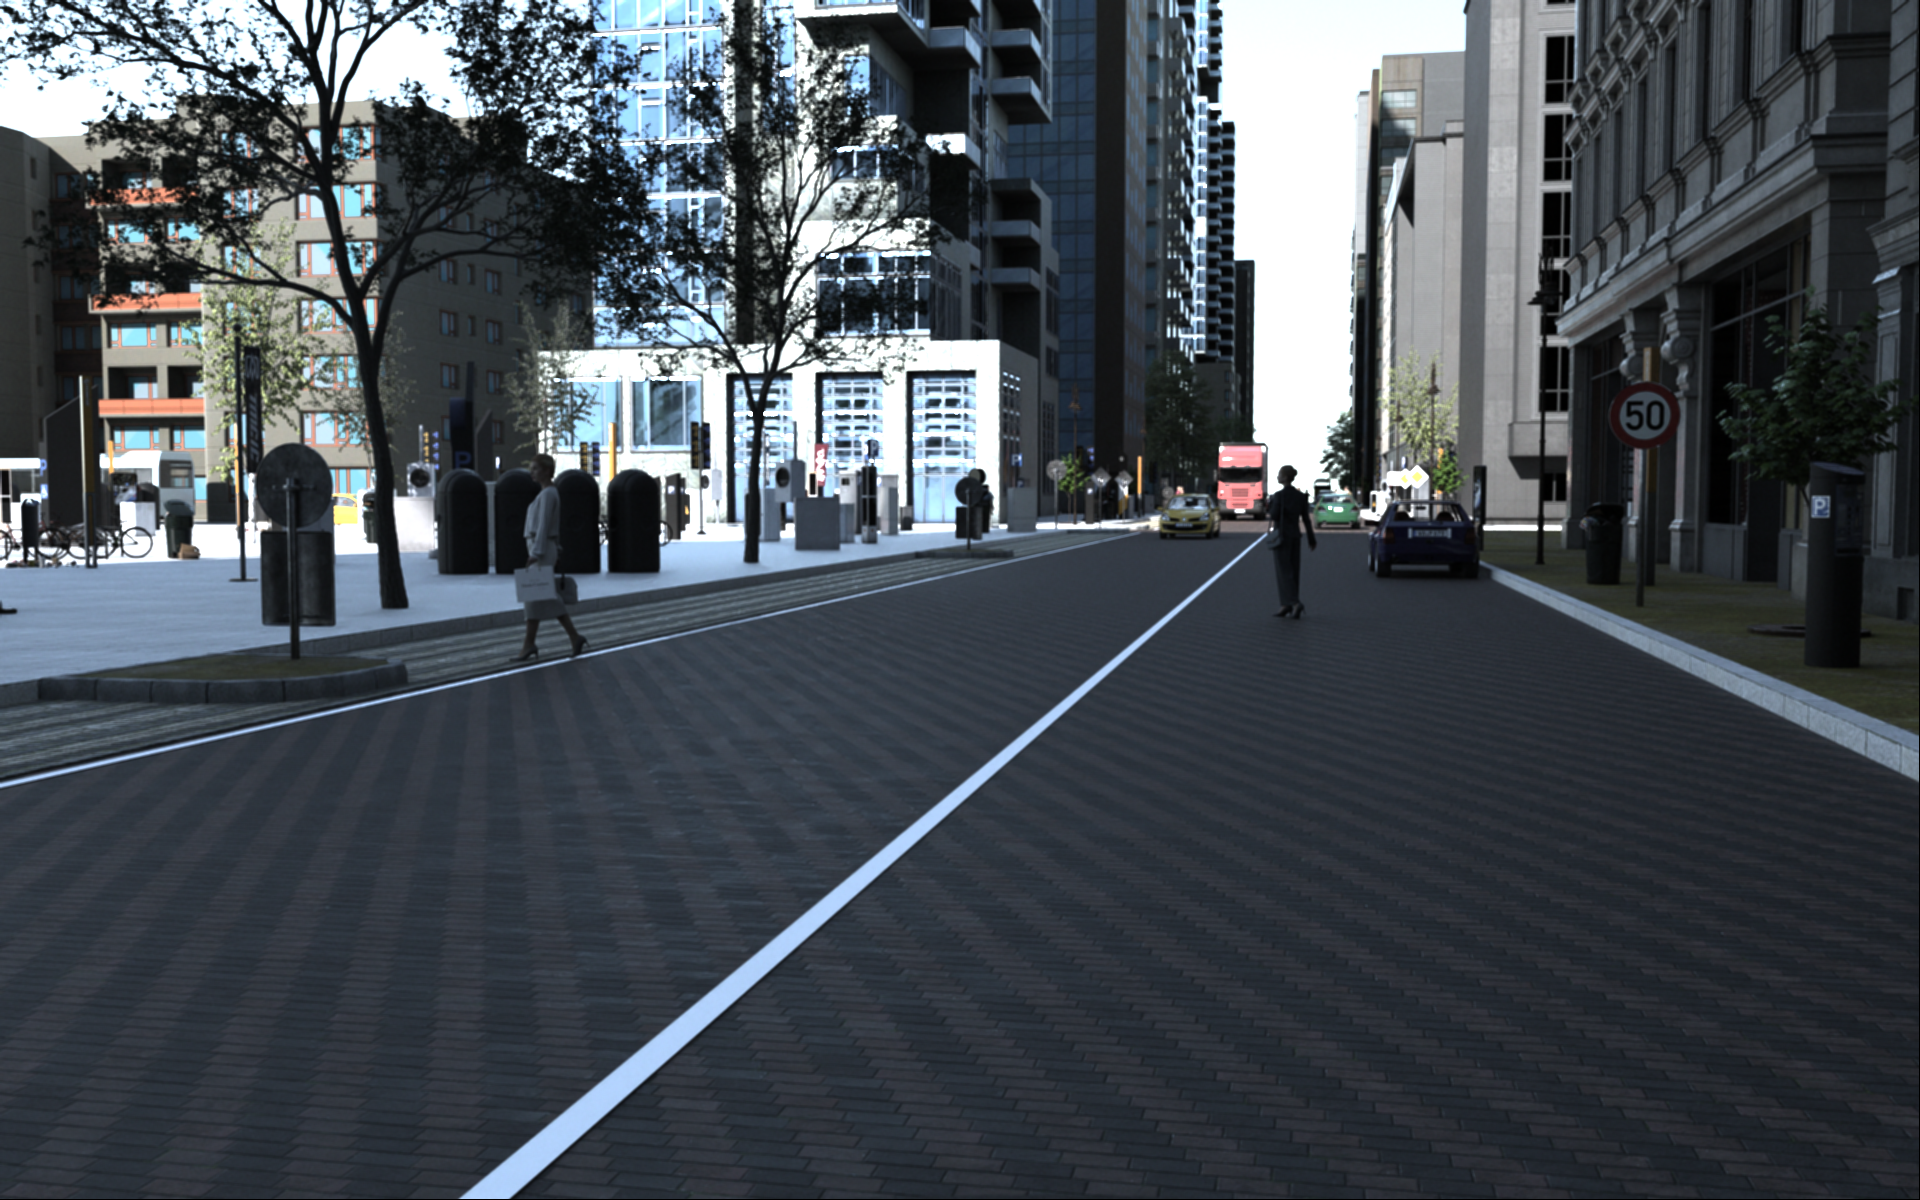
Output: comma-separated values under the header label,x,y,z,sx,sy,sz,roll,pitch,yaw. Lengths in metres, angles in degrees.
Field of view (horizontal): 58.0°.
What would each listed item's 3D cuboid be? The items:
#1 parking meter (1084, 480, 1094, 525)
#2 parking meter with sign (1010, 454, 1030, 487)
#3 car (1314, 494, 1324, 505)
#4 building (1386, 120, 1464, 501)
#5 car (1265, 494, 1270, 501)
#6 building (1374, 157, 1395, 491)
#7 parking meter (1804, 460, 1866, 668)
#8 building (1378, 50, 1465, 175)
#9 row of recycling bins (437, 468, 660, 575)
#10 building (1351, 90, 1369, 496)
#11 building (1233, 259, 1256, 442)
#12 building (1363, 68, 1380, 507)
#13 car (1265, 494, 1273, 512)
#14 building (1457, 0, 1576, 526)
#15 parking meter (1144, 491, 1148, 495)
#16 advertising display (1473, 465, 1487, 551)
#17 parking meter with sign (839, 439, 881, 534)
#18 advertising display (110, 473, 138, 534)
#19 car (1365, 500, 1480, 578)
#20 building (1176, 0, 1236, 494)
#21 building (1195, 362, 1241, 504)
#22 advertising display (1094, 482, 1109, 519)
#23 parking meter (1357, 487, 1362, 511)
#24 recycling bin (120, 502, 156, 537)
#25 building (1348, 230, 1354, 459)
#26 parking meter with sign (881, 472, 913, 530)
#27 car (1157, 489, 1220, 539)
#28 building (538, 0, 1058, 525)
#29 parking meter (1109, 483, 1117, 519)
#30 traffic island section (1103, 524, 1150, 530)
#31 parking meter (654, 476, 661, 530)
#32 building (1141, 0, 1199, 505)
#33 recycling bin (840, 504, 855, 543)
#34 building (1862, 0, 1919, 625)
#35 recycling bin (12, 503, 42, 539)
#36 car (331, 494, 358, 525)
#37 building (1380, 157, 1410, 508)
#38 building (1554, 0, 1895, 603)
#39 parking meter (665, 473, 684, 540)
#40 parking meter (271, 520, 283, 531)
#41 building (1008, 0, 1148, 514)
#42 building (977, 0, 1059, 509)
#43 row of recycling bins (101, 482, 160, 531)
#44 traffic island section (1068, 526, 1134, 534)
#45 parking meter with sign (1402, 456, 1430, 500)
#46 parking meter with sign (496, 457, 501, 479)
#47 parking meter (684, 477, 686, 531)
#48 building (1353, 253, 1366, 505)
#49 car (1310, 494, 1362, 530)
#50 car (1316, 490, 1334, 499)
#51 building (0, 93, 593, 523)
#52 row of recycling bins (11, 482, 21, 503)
label,x,y,z,sx,sy,sz,roll,pitch,yaw
parking meter,5.415,-4.089,72.569,0.399,1.863,0.255,0,4,-4
parking meter with sign,2.764,-4.837,75.343,0.543,3.016,1.738,2,4,24
car,34.589,-9.307,164.171,2.014,1.417,4.499,1,4,11
building,33.829,-17.470,104.697,14.314,24.678,30.058,1,4,11
car,28.210,-9.024,157.767,2.015,1.641,3.980,1,4,10
building,43.178,-23.142,150.078,14.160,30.474,14.107,1,4,11
parking meter,6.515,-0.274,12.896,0.372,1.533,0.369,0,3,0
building,46.465,-29.349,163.456,14.154,41.232,14.086,1,4,11
row of recycling bins,-6.674,-1.288,28.172,3.534,1.692,1.069,-1,4,-11
building,67.755,-43.392,251.458,21.231,58.520,28.212,1,4,11
building,42.770,-37.389,294.897,14.154,41.232,14.086,1,4,11
building,48.965,-32.297,178.159,14.600,45.320,14.200,1,4,11
car,25.743,-8.021,140.178,2.155,1.783,4.494,1,4,13
building,33.997,-17.079,72.745,24.014,27.812,14.314,1,4,11
parking meter,13.915,-7.426,129.825,0.372,1.533,0.369,0,3,0
advertising display,11.796,-2.087,39.340,0.123,1.923,0.974,0,4,7
parking meter with sign,-3.472,-3.605,55.202,1.738,3.016,0.543,2,4,29
advertising display,-25.510,-2.915,52.866,0.123,1.923,0.974,1,4,19
car,8.268,-1.129,31.047,1.945,1.354,3.894,1,4,11
building,33.481,-58.702,272.441,22.319,86.520,31.000,1,4,11
building,25.123,-24.473,245.168,27.650,21.520,28.899,1,4,11
advertising display,7.373,-5.237,90.839,0.974,1.923,0.123,3,5,43
parking meter,31.081,-7.897,134.823,0.399,1.863,0.255,1,4,17
recycling bin,-24.782,-2.427,52.235,0.722,1.027,0.722,2,4,34
building,74.381,-40.408,280.281,23.786,49.044,30.456,1,4,11
parking meter with sign,-2.521,-3.945,60.763,1.738,3.016,0.543,-2,4,-28
car,7.519,-2.834,56.557,2.015,1.641,3.980,1,4,13
building,-6.200,-47.399,87.642,22.319,86.520,31.000,1,4,11
parking meter,7.852,-5.094,89.003,0.399,1.863,0.255,0,4,6
traffic island section,6.702,-2.990,71.164,2.009,0.180,2.903,1,4,11
parking meter,-9.863,-3.072,55.933,0.399,1.863,0.255,-1,4,-14
building,10.184,-33.204,162.487,23.786,49.044,30.456,1,4,11
recycling bin,-3.223,-2.030,45.738,0.722,1.027,0.722,1,4,15
building,12.574,-9.742,8.441,9.793,20.994,18.267,1,4,11
recycling bin,-26.465,-2.250,49.341,0.722,1.027,0.722,0,4,2
car,-25.796,-3.890,73.828,3.980,1.641,2.015,1,4,12
building,38.301,-19.101,130.318,12.078,24.808,19.932,1,4,11
building,18.355,-11.463,38.334,10.553,20.767,40.483,1,4,11
parking meter,-8.022,-2.612,48.419,0.399,1.863,0.255,1,4,18
parking meter,-14.726,-1.937,37.389,0.255,1.863,0.399,-1,4,-15
building,5.093,-28.603,117.774,14.600,45.320,14.200,1,4,11
building,16.115,-53.747,191.437,22.319,86.520,31.000,1,4,11
row of recycling bins,-29.415,-3.279,60.732,1.069,1.692,3.534,1,4,10
traffic island section,5.105,-2.511,63.339,2.009,0.180,2.903,1,4,11
parking meter with sign,21.477,-5.156,80.563,1.738,3.016,0.543,0,4,-2
parking meter with sign,-20.942,-5.232,81.804,1.738,3.016,0.543,-2,4,-30
parking meter,-9.669,-3.302,59.705,0.399,1.863,0.255,-2,4,-24
building,54.416,-26.652,207.460,14.160,30.474,14.107,1,4,11
car,15.558,-3.655,71.555,2.131,1.459,4.920,1,4,11
car,37.733,-10.366,178.150,2.281,1.827,5.304,1,4,13
building,-36.983,-15.139,92.568,28.899,21.520,27.650,1,4,11
row of recycling bins,-31.668,-2.939,55.170,3.534,1.692,1.069,0,4,1
